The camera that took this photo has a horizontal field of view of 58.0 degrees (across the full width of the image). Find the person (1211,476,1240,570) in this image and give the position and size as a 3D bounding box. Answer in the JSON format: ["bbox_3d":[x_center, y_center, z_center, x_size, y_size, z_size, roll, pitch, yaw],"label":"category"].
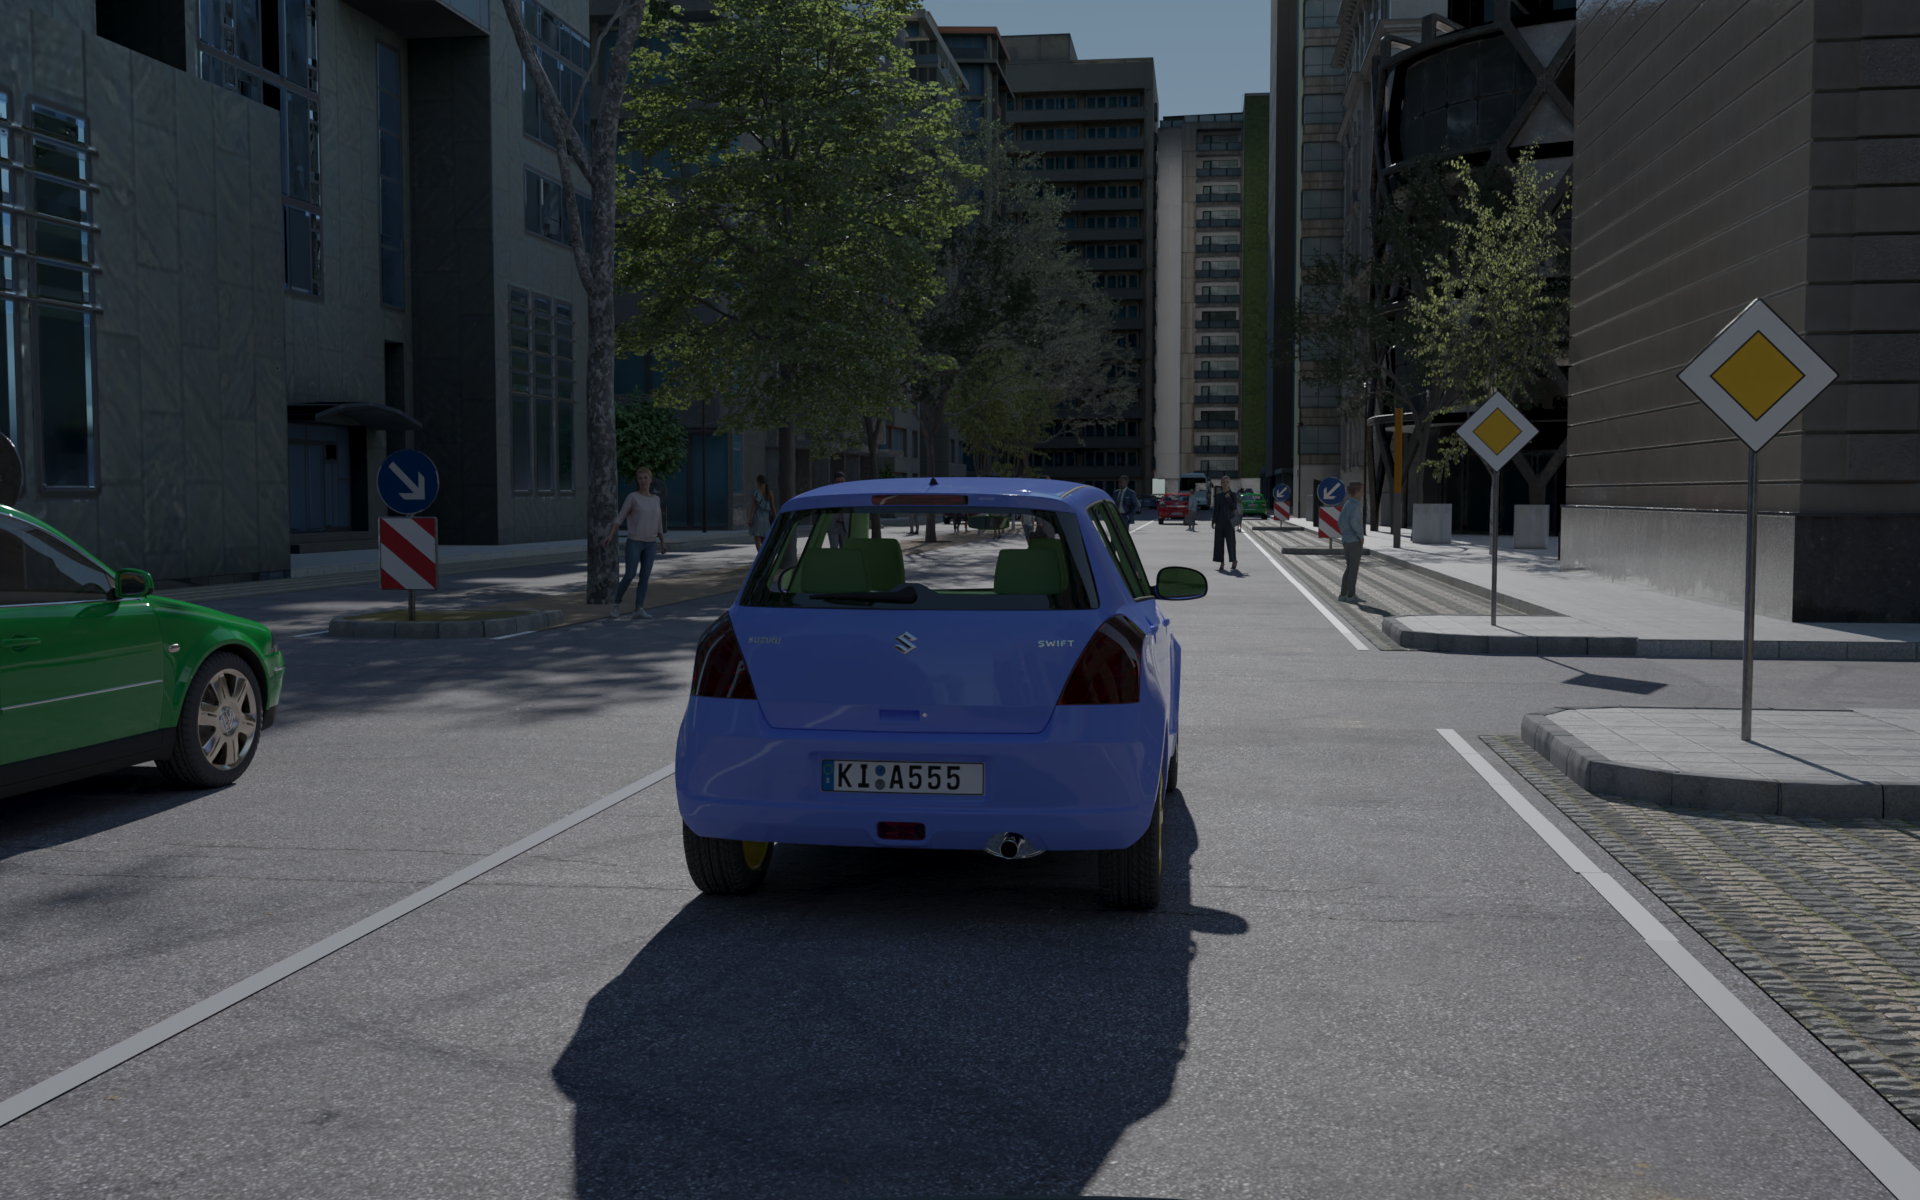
[{"bbox_3d":[5.045,-1.470,32.955,0.576,1.772,0.534,1,4,18],"label":"person"}]

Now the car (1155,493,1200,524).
[{"bbox_3d":[10.478,-4.556,83.527,2.155,1.783,4.494,0,4,8],"label":"car"}]

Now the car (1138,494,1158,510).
[{"bbox_3d":[17.460,-9.116,161.046,2.014,1.417,4.499,1,4,8],"label":"car"}]

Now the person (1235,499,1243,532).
[{"bbox_3d":[10.629,-3.236,66.091,0.332,1.250,0.352,1,4,20],"label":"person"}]

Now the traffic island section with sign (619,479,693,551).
[{"bbox_3d":[-7.981,-2.197,44.552,1.989,1.847,2.006,0,4,8],"label":"traffic island section with sign"}]

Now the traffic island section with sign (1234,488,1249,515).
[{"bbox_3d":[19.562,-6.691,118.029,1.989,1.847,2.006,0,4,8],"label":"traffic island section with sign"}]

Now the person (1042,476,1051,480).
[{"bbox_3d":[1.771,-1.647,35.527,0.767,1.812,0.694,2,4,33],"label":"person"}]

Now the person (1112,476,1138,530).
[{"bbox_3d":[3.287,-1.634,35.396,0.721,1.800,0.419,2,4,28],"label":"person"}]

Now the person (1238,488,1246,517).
[{"bbox_3d":[17.877,-6.178,109.514,0.705,1.824,1.348,3,5,39],"label":"person"}]

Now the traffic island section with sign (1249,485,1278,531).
[{"bbox_3d":[12.494,-3.635,68.057,1.989,1.847,2.006,0,4,8],"label":"traffic island section with sign"}]

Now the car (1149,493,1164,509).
[{"bbox_3d":[19.176,-9.627,166.448,2.155,1.783,4.494,1,4,10],"label":"car"}]

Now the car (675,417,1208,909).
[{"bbox_3d":[0.074,0.135,7.378,1.945,1.707,3.694,1,4,8],"label":"car"}]

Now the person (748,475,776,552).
[{"bbox_3d":[-3.846,-1.548,33.904,0.616,1.811,0.778,-1,4,-17],"label":"person"}]

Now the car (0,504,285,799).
[{"bbox_3d":[-4.652,0.097,7.218,1.959,1.807,4.718,1,4,9],"label":"car"}]

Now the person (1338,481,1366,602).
[{"bbox_3d":[5.185,-0.765,22.823,0.330,1.601,0.589,0,3,0],"label":"person"}]

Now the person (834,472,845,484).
[{"bbox_3d":[-1.967,-1.196,28.330,0.678,1.792,0.850,-1,4,-12],"label":"person"}]

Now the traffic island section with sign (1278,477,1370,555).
[{"bbox_3d":[8.708,-2.002,41.368,1.989,1.847,2.006,0,4,8],"label":"traffic island section with sign"}]

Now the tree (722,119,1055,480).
[{"bbox_3d":[-1.877,-6.347,40.635,8.767,10.594,7.601,0,4,8],"label":"tree"}]

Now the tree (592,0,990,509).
[{"bbox_3d":[-3.343,-6.880,33.076,7.486,12.596,7.792,0,3,0],"label":"tree"}]

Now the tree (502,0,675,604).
[{"bbox_3d":[-5.722,-10.066,22.926,12.611,20.169,13.585,0,3,0],"label":"tree"}]

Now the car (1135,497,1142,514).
[{"bbox_3d":[12.191,-6.966,126.249,2.083,1.381,4.827,1,4,9],"label":"car"}]

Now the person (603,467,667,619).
[{"bbox_3d":[-3.808,-0.657,19.908,0.598,1.740,0.731,3,4,38],"label":"person"}]

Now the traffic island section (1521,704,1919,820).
[{"bbox_3d":[4.117,0.810,9.036,2.009,0.180,2.903,0,4,8],"label":"traffic island section"}]

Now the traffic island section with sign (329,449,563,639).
[{"bbox_3d":[-5.480,-0.610,18.112,2.006,1.907,1.989,0,4,8],"label":"traffic island section with sign"}]

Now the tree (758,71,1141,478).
[{"bbox_3d":[-0.847,-8.413,50.385,12.009,13.543,11.850,0,3,0],"label":"tree"}]

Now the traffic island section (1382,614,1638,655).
[{"bbox_3d":[5.237,0.326,16.943,2.009,0.180,2.903,0,4,8],"label":"traffic island section"}]

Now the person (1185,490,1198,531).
[{"bbox_3d":[9.053,-3.503,67.588,0.589,1.601,0.330,-3,5,-44],"label":"person"}]

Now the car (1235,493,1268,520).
[{"bbox_3d":[16.645,-5.520,99.043,1.959,1.807,4.718,0,4,8],"label":"car"}]

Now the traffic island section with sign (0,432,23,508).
[{"bbox_3d":[-6.528,-0.162,10.779,2.006,1.907,1.989,0,4,8],"label":"traffic island section with sign"}]

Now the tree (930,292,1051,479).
[{"bbox_3d":[0.864,-6.832,64.524,4.737,8.622,4.395,0,3,0],"label":"tree"}]

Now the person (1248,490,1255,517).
[{"bbox_3d":[18.533,-6.190,110.647,0.436,1.711,0.756,-1,4,-23],"label":"person"}]
